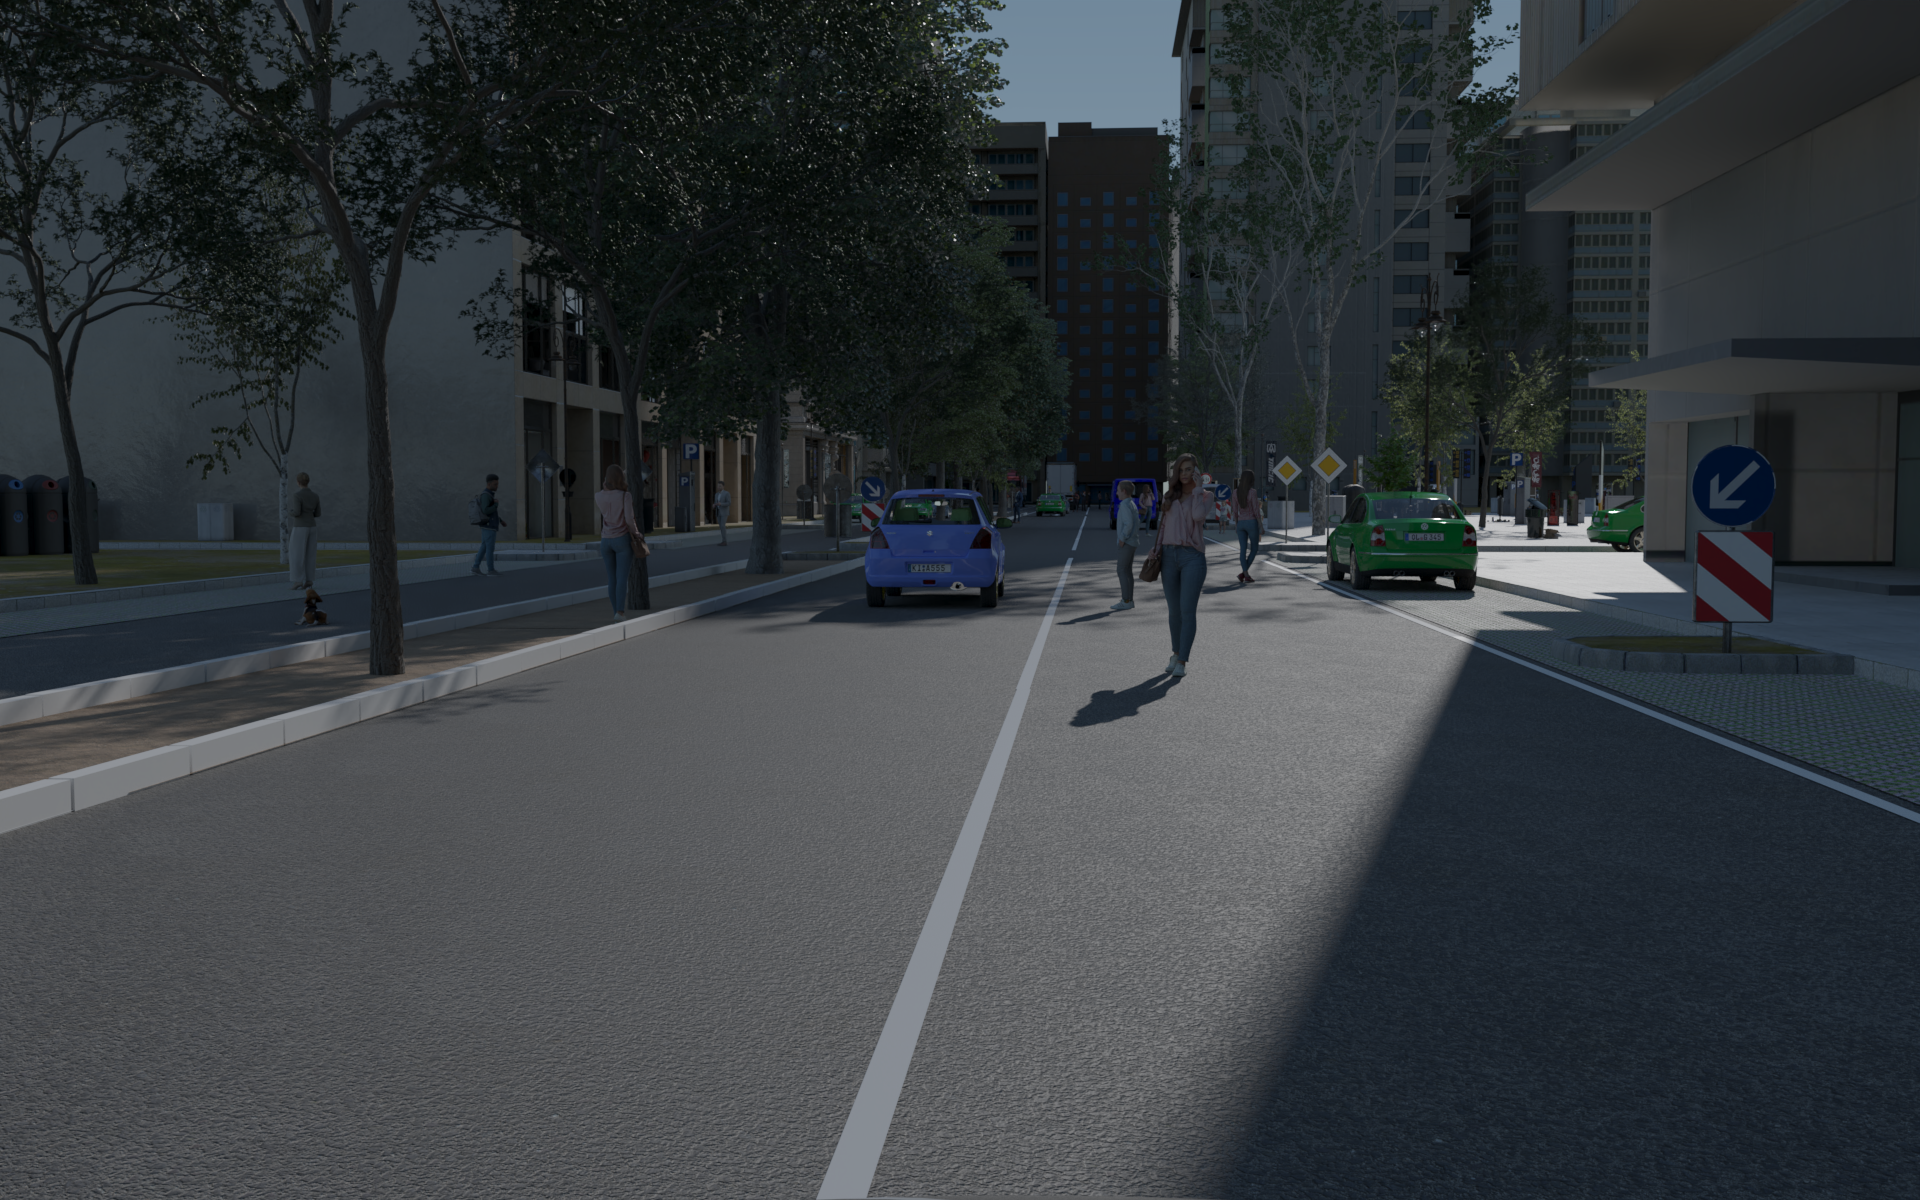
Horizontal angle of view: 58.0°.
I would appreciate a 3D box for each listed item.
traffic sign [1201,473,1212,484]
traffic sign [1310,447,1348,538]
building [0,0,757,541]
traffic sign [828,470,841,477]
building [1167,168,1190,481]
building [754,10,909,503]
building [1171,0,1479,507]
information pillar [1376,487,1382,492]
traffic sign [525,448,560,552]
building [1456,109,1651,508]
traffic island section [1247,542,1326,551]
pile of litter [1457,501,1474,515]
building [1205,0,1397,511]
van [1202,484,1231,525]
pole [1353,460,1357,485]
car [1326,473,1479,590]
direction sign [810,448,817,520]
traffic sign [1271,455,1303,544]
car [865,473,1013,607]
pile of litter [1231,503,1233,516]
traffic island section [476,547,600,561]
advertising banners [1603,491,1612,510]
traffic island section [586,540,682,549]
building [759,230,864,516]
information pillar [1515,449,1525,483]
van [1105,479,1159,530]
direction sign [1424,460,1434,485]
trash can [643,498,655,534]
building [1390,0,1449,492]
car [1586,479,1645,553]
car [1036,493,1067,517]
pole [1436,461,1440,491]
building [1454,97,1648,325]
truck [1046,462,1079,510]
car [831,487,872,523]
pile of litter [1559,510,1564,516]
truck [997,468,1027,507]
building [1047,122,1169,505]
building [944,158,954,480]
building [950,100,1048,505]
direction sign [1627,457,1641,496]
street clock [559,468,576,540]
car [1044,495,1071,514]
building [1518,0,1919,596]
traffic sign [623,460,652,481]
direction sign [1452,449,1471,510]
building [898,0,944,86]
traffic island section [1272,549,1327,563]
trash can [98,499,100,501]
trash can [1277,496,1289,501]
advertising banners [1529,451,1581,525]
[{"bbox_3d":[14.733,-6.353,103.977,0.768,2.556,0.104,1,4,8],"label":"traffic sign"},{"bbox_3d":[7.839,-2.033,36.879,0.795,2.450,0.064,0,4,4],"label":"traffic sign"},{"bbox_3d":[-20.394,-15.888,64.286,19.350,26.468,34.151,0,4,4],"label":"building"},{"bbox_3d":[-6.691,-5.680,92.967,0.768,2.556,0.104,0,4,5],"label":"traffic sign"},{"bbox_3d":[32.321,-32.185,209.815,14.086,41.232,14.154,0,4,4],"label":"building"},{"bbox_3d":[-16.193,-31.628,136.733,23.786,49.044,30.456,0,4,4],"label":"building"},{"bbox_3d":[36.725,-36.061,178.833,28.713,52.752,27.495,0,4,4],"label":"building"},{"bbox_3d":[24.416,-5.901,100.970,0.304,2.012,0.304,1,4,11],"label":"information pillar"},{"bbox_3d":[-9.203,-2.114,38.211,0.795,2.450,0.064,0,4,4],"label":"traffic sign"},{"bbox_3d":[63.046,-29.512,174.410,23.993,40.220,32.217,0,4,4],"label":"building"},{"bbox_3d":[8.479,-1.384,44.916,2.009,0.180,2.903,0,4,4],"label":"traffic island section"},{"bbox_3d":[30.708,-5.601,105.541,1.719,0.858,1.176,-2,4,-31],"label":"pile of litter"},{"bbox_3d":[26.366,-27.782,137.837,14.154,41.232,14.086,0,4,4],"label":"building"},{"bbox_3d":[10.407,-4.023,72.790,2.013,2.044,4.112,0,4,5],"label":"van"},{"bbox_3d":[23.577,-6.703,103.437,0.158,3.312,0.155,0,3,0],"label":"pole"},{"bbox_3d":[6.834,-1.117,27.060,1.959,1.807,4.718,0,4,4],"label":"car"},{"bbox_3d":[-7.186,-5.670,84.698,0.379,3.537,0.876,1,4,15],"label":"direction sign"},{"bbox_3d":[8.455,-2.520,44.840,0.795,2.450,0.064,0,4,4],"label":"traffic sign"},{"bbox_3d":[-0.275,-0.835,23.239,1.945,1.707,3.694,0,4,3],"label":"car"},{"bbox_3d":[16.252,-5.453,103.127,1.719,0.858,1.176,-3,5,-41],"label":"pile of litter"},{"bbox_3d":[-9.227,-0.978,38.275,2.009,0.180,2.903,0,4,4],"label":"traffic island section"},{"bbox_3d":[29.268,-5.040,78.594,0.090,3.025,2.074,0,4,7],"label":"advertising banners"},{"bbox_3d":[-8.612,-1.465,46.236,2.009,0.180,2.903,0,4,4],"label":"traffic island section"},{"bbox_3d":[-13.307,-15.313,101.271,10.553,20.767,40.483,0,4,4],"label":"building"},{"bbox_3d":[29.196,-6.051,90.293,0.504,3.616,0.183,-1,4,-11],"label":"information pillar"},{"bbox_3d":[7.105,-4.080,71.087,2.240,2.365,5.245,0,4,4],"label":"van"},{"bbox_3d":[31.570,-7.629,116.723,0.379,3.537,0.876,-2,4,-29],"label":"direction sign"},{"bbox_3d":[-10.248,-2.724,56.186,0.748,1.137,0.748,0,3,0],"label":"trash can"},{"bbox_3d":[30.944,-43.787,154.169,20.563,71.187,20.611,0,4,4],"label":"building"},{"bbox_3d":[17.415,-1.977,41.126,4.718,1.807,1.959,0,4,6],"label":"car"},{"bbox_3d":[5.859,-6.271,111.326,1.959,1.807,4.718,0,4,5],"label":"car"},{"bbox_3d":[29.712,-6.960,107.635,0.158,3.312,0.155,0,3,0],"label":"pole"},{"bbox_3d":[69.049,-36.202,211.512,30.456,49.044,23.786,0,4,4],"label":"building"},{"bbox_3d":[9.356,-10.345,158.059,2.839,4.237,11.283,0,4,5],"label":"truck"},{"bbox_3d":[-5.393,-4.759,86.613,1.959,1.807,4.718,0,4,6],"label":"car"},{"bbox_3d":[35.668,-5.391,102.113,1.719,0.858,1.176,0,4,7],"label":"pile of litter"},{"bbox_3d":[5.740,-12.218,188.670,2.839,4.237,11.283,0,4,5],"label":"truck"},{"bbox_3d":[17.995,-34.336,211.500,14.200,45.320,14.600,0,4,4],"label":"building"},{"bbox_3d":[-7.751,-30.938,189.428,14.086,41.232,14.154,0,4,4],"label":"building"},{"bbox_3d":[0.419,-36.243,216.274,21.600,48.544,21.300,0,4,4],"label":"building"},{"bbox_3d":[41.399,-6.998,106.420,0.876,3.537,0.379,-1,4,-13],"label":"direction sign"},{"bbox_3d":[-10.979,-2.688,48.514,0.471,2.002,0.358,-1,4,-15],"label":"street clock"},{"bbox_3d":[7.067,-6.988,126.249,2.014,1.417,4.499,0,4,5],"label":"car"},{"bbox_3d":[23.111,-26.246,18.354,28.713,52.752,27.495,0,4,4],"label":"building"},{"bbox_3d":[-8.587,-2.601,46.172,0.795,2.450,0.064,0,4,4],"label":"traffic sign"},{"bbox_3d":[25.056,-5.785,86.574,0.876,3.537,0.379,1,4,21],"label":"direction sign"},{"bbox_3d":[-13.038,-32.958,162.572,21.300,48.544,21.600,0,4,4],"label":"building"},{"bbox_3d":[7.863,-0.897,36.954,2.009,0.180,2.903,0,4,4],"label":"traffic island section"},{"bbox_3d":[-24.106,-2.208,47.748,0.748,1.137,0.748,0,3,0],"label":"trash can"},{"bbox_3d":[20.512,-6.017,110.039,0.748,1.137,0.748,0,3,0],"label":"trash can"},{"bbox_3d":[24.345,-4.570,70.905,2.074,3.025,0.090,1,4,10],"label":"advertising banners"}]
